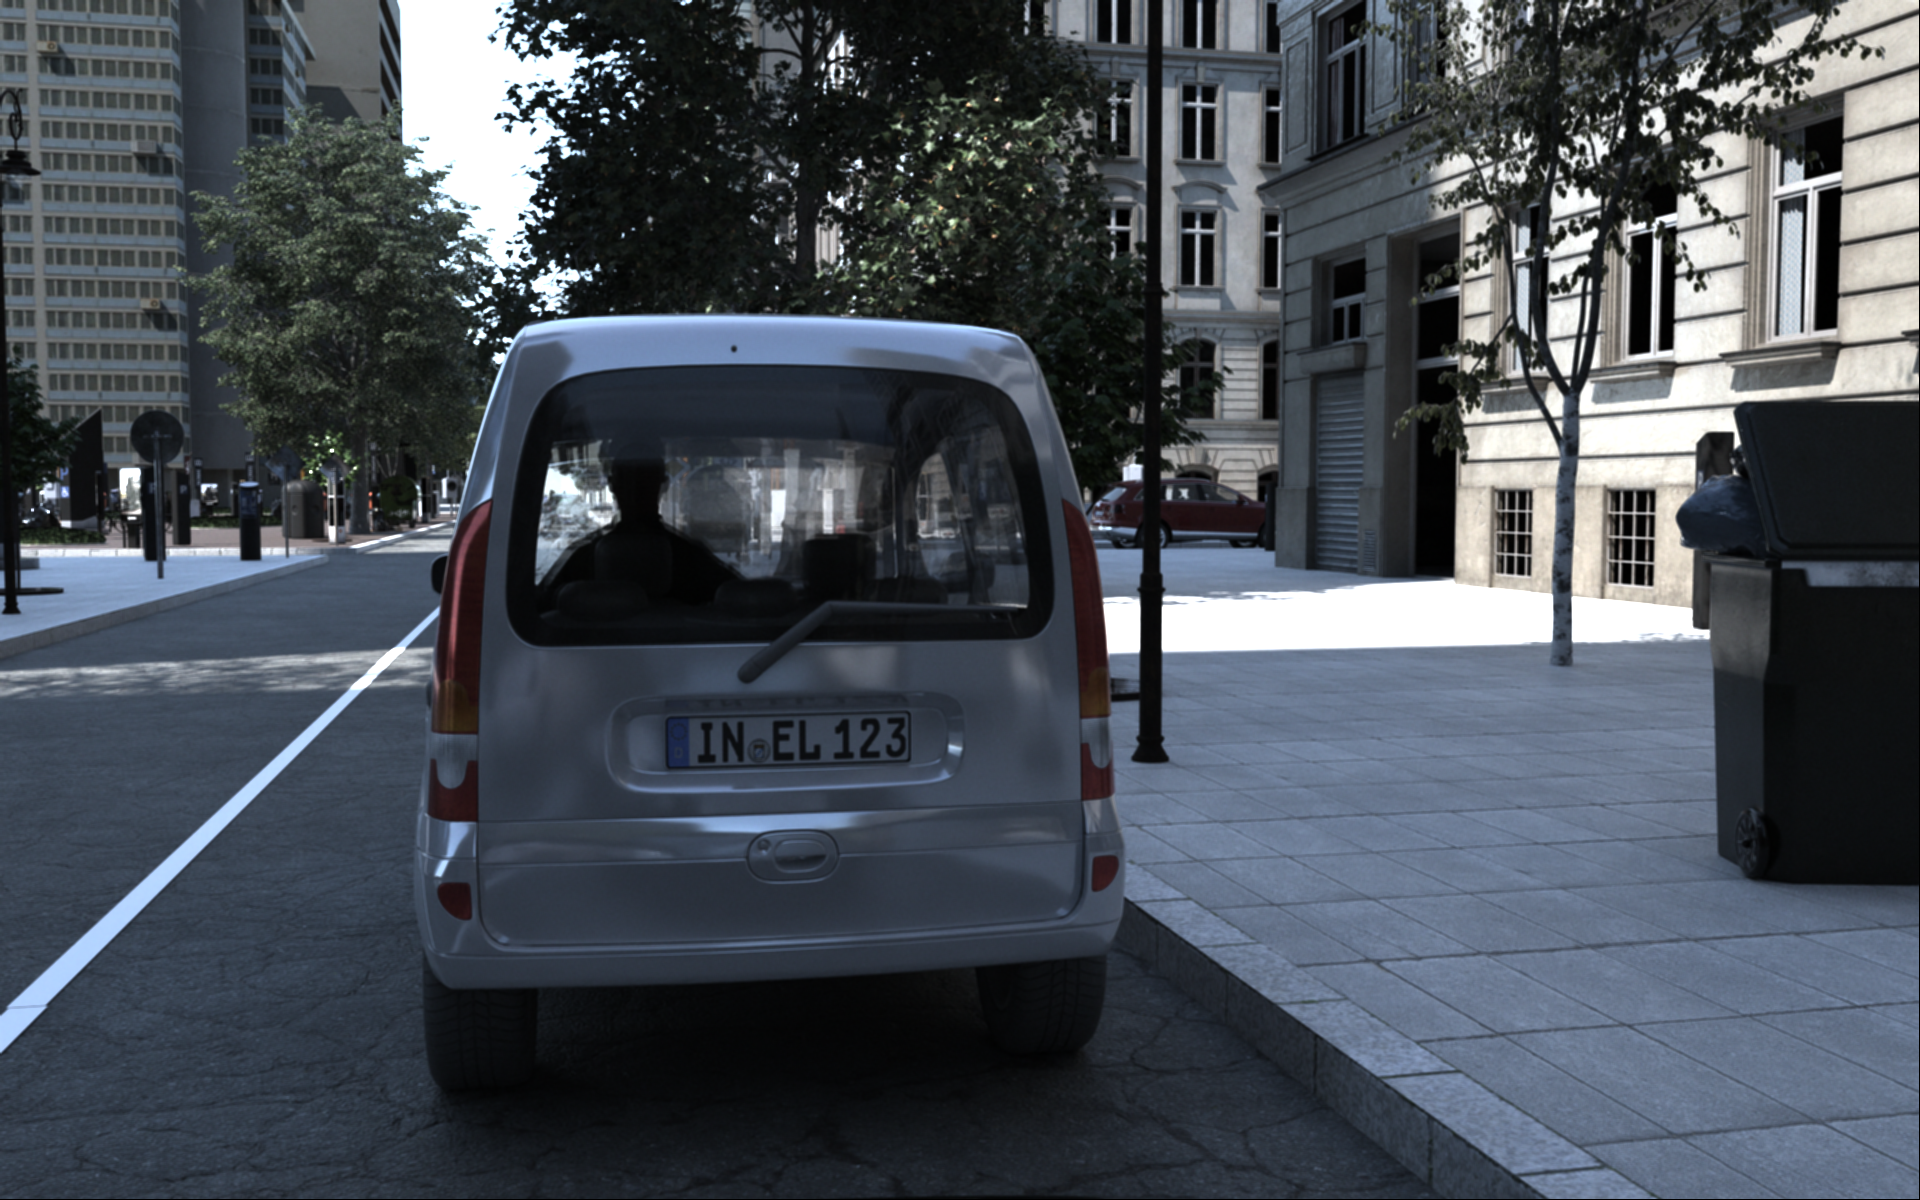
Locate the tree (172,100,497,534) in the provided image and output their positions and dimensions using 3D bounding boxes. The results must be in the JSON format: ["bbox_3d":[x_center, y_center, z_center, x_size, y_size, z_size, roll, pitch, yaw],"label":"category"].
[{"bbox_3d":[-19.368,-9.082,55.138,9.857,13.997,8.962,0,3,0],"label":"tree"}]

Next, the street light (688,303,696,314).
[{"bbox_3d":[-5.607,-3.879,36.210,0.468,5.910,1.993,-1,4,-13],"label":"street light"}]

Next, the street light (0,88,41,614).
[{"bbox_3d":[-10.172,-2.789,18.393,0.468,5.910,1.993,-1,4,-13],"label":"street light"}]

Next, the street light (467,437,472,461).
[{"bbox_3d":[-33.158,-8.844,117.387,0.468,5.910,1.993,-1,4,-13],"label":"street light"}]

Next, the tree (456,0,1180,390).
[{"bbox_3d":[-1.976,-6.446,22.397,9.611,12.733,9.660,0,3,0],"label":"tree"}]

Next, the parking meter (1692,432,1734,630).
[{"bbox_3d":[7.159,-0.658,16.473,0.255,1.863,0.399,1,4,8],"label":"parking meter"}]

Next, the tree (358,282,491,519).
[{"bbox_3d":[-27.616,-10.486,89.567,7.486,12.596,7.792,0,3,0],"label":"tree"}]

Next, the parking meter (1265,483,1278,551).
[{"bbox_3d":[7.071,-1.875,39.062,0.372,1.533,0.369,0,3,0],"label":"parking meter"}]

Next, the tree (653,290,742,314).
[{"bbox_3d":[-8.474,-7.322,54.132,7.601,10.594,8.767,-3,5,-42],"label":"tree"}]

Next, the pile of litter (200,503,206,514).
[{"bbox_3d":[-45.453,-5.474,103.461,1.176,0.858,1.719,2,4,24],"label":"pile of litter"}]

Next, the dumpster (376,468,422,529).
[{"bbox_3d":[-21.034,-3.818,64.921,1.502,2.255,1.985,-1,4,-13],"label":"dumpster"}]

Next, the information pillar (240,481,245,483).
[{"bbox_3d":[-38.835,-5.476,94.032,0.304,2.012,0.304,1,4,13],"label":"information pillar"}]

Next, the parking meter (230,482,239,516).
[{"bbox_3d":[-35.211,-4.794,84.089,0.255,1.863,0.399,-3,5,-44],"label":"parking meter"}]

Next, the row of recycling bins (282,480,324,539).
[{"bbox_3d":[-19.385,-2.679,50.921,1.069,1.692,3.534,-2,4,-26],"label":"row of recycling bins"}]

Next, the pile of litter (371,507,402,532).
[{"bbox_3d":[-19.839,-2.799,59.729,1.176,0.858,1.719,-2,4,-24],"label":"pile of litter"}]

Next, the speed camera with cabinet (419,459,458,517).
[{"bbox_3d":[-29.504,-6.337,97.944,2.038,3.252,0.660,-3,5,-39],"label":"speed camera with cabinet"}]

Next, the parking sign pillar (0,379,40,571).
[{"bbox_3d":[-16.522,-2.506,29.442,1.447,3.967,1.447,3,4,39],"label":"parking sign pillar"}]

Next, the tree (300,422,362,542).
[{"bbox_3d":[-16.881,-3.192,46.795,1.663,3.219,1.824,0,3,0],"label":"tree"}]

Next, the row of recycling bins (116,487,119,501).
[{"bbox_3d":[-48.348,-5.734,100.862,1.069,1.692,3.534,-1,4,-10],"label":"row of recycling bins"}]

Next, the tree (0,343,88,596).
[{"bbox_3d":[-12.008,-1.690,22.231,1.663,3.219,1.824,0,3,0],"label":"tree"}]

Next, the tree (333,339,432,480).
[{"bbox_3d":[-23.247,-7.347,70.491,4.360,8.622,3.978,0,3,0],"label":"tree"}]

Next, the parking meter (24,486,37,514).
[{"bbox_3d":[-37.373,-3.909,69.628,0.399,1.863,0.255,1,4,9],"label":"parking meter"}]

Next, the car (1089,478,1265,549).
[{"bbox_3d":[5.815,-2.072,42.557,5.304,1.827,2.281,-1,4,-15],"label":"car"}]

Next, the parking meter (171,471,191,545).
[{"bbox_3d":[-19.583,-2.315,43.559,0.255,1.863,0.399,2,4,32],"label":"parking meter"}]

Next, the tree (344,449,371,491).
[{"bbox_3d":[-38.742,-7.796,111.175,4.285,4.588,4.351,0,3,0],"label":"tree"}]

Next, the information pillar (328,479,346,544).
[{"bbox_3d":[-15.964,-2.438,44.354,0.304,2.012,0.304,3,4,37],"label":"information pillar"}]

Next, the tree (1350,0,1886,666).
[{"bbox_3d":[4.663,-3.826,12.923,4.360,8.622,3.978,0,3,0],"label":"tree"}]

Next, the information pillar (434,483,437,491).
[{"bbox_3d":[-33.437,-6.450,109.944,0.304,2.012,0.304,2,4,35],"label":"information pillar"}]

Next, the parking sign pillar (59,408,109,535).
[{"bbox_3d":[-27.359,-4.004,53.938,1.447,3.967,1.447,1,4,21],"label":"parking sign pillar"}]

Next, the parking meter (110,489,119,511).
[{"bbox_3d":[-45.883,-5.235,94.004,0.372,1.533,0.369,0,3,0],"label":"parking meter"}]

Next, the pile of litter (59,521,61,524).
[{"bbox_3d":[-37.265,-3.568,72.308,1.719,0.858,1.176,3,4,38],"label":"pile of litter"}]

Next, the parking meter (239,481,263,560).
[{"bbox_3d":[-13.769,-1.539,33.581,0.372,1.533,0.369,0,3,0],"label":"parking meter"}]

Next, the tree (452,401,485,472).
[{"bbox_3d":[-34.254,-10.507,122.149,4.737,8.622,4.395,0,3,0],"label":"tree"}]

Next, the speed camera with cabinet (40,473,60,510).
[{"bbox_3d":[-52.667,-6.482,100.323,2.038,3.252,0.660,3,5,45],"label":"speed camera with cabinet"}]

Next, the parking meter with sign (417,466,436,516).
[{"bbox_3d":[-31.626,-6.501,102.545,0.543,3.016,1.738,0,4,6],"label":"parking meter with sign"}]

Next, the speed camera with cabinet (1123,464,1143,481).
[{"bbox_3d":[6.211,-3.700,54.828,2.038,3.252,0.660,0,4,-2],"label":"speed camera with cabinet"}]

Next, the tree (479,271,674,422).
[{"bbox_3d":[-15.462,-10.318,79.071,12.009,13.543,11.850,0,3,0],"label":"tree"}]

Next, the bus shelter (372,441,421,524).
[{"bbox_3d":[-24.745,-5.207,76.414,1.731,3.624,6.357,-1,4,-13],"label":"bus shelter"}]

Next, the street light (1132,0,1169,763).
[{"bbox_3d":[0.916,-2.164,8.164,0.468,5.910,1.993,-1,4,-13],"label":"street light"}]

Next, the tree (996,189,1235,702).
[{"bbox_3d":[0.916,-1.008,11.078,1.663,3.219,1.824,0,3,0],"label":"tree"}]

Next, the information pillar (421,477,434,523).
[{"bbox_3d":[-23.396,-4.365,75.860,0.304,2.012,0.304,1,4,9],"label":"information pillar"}]

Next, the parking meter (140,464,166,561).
[{"bbox_3d":[-15.512,-1.686,33.280,0.399,1.863,0.255,-2,4,-33],"label":"parking meter"}]
